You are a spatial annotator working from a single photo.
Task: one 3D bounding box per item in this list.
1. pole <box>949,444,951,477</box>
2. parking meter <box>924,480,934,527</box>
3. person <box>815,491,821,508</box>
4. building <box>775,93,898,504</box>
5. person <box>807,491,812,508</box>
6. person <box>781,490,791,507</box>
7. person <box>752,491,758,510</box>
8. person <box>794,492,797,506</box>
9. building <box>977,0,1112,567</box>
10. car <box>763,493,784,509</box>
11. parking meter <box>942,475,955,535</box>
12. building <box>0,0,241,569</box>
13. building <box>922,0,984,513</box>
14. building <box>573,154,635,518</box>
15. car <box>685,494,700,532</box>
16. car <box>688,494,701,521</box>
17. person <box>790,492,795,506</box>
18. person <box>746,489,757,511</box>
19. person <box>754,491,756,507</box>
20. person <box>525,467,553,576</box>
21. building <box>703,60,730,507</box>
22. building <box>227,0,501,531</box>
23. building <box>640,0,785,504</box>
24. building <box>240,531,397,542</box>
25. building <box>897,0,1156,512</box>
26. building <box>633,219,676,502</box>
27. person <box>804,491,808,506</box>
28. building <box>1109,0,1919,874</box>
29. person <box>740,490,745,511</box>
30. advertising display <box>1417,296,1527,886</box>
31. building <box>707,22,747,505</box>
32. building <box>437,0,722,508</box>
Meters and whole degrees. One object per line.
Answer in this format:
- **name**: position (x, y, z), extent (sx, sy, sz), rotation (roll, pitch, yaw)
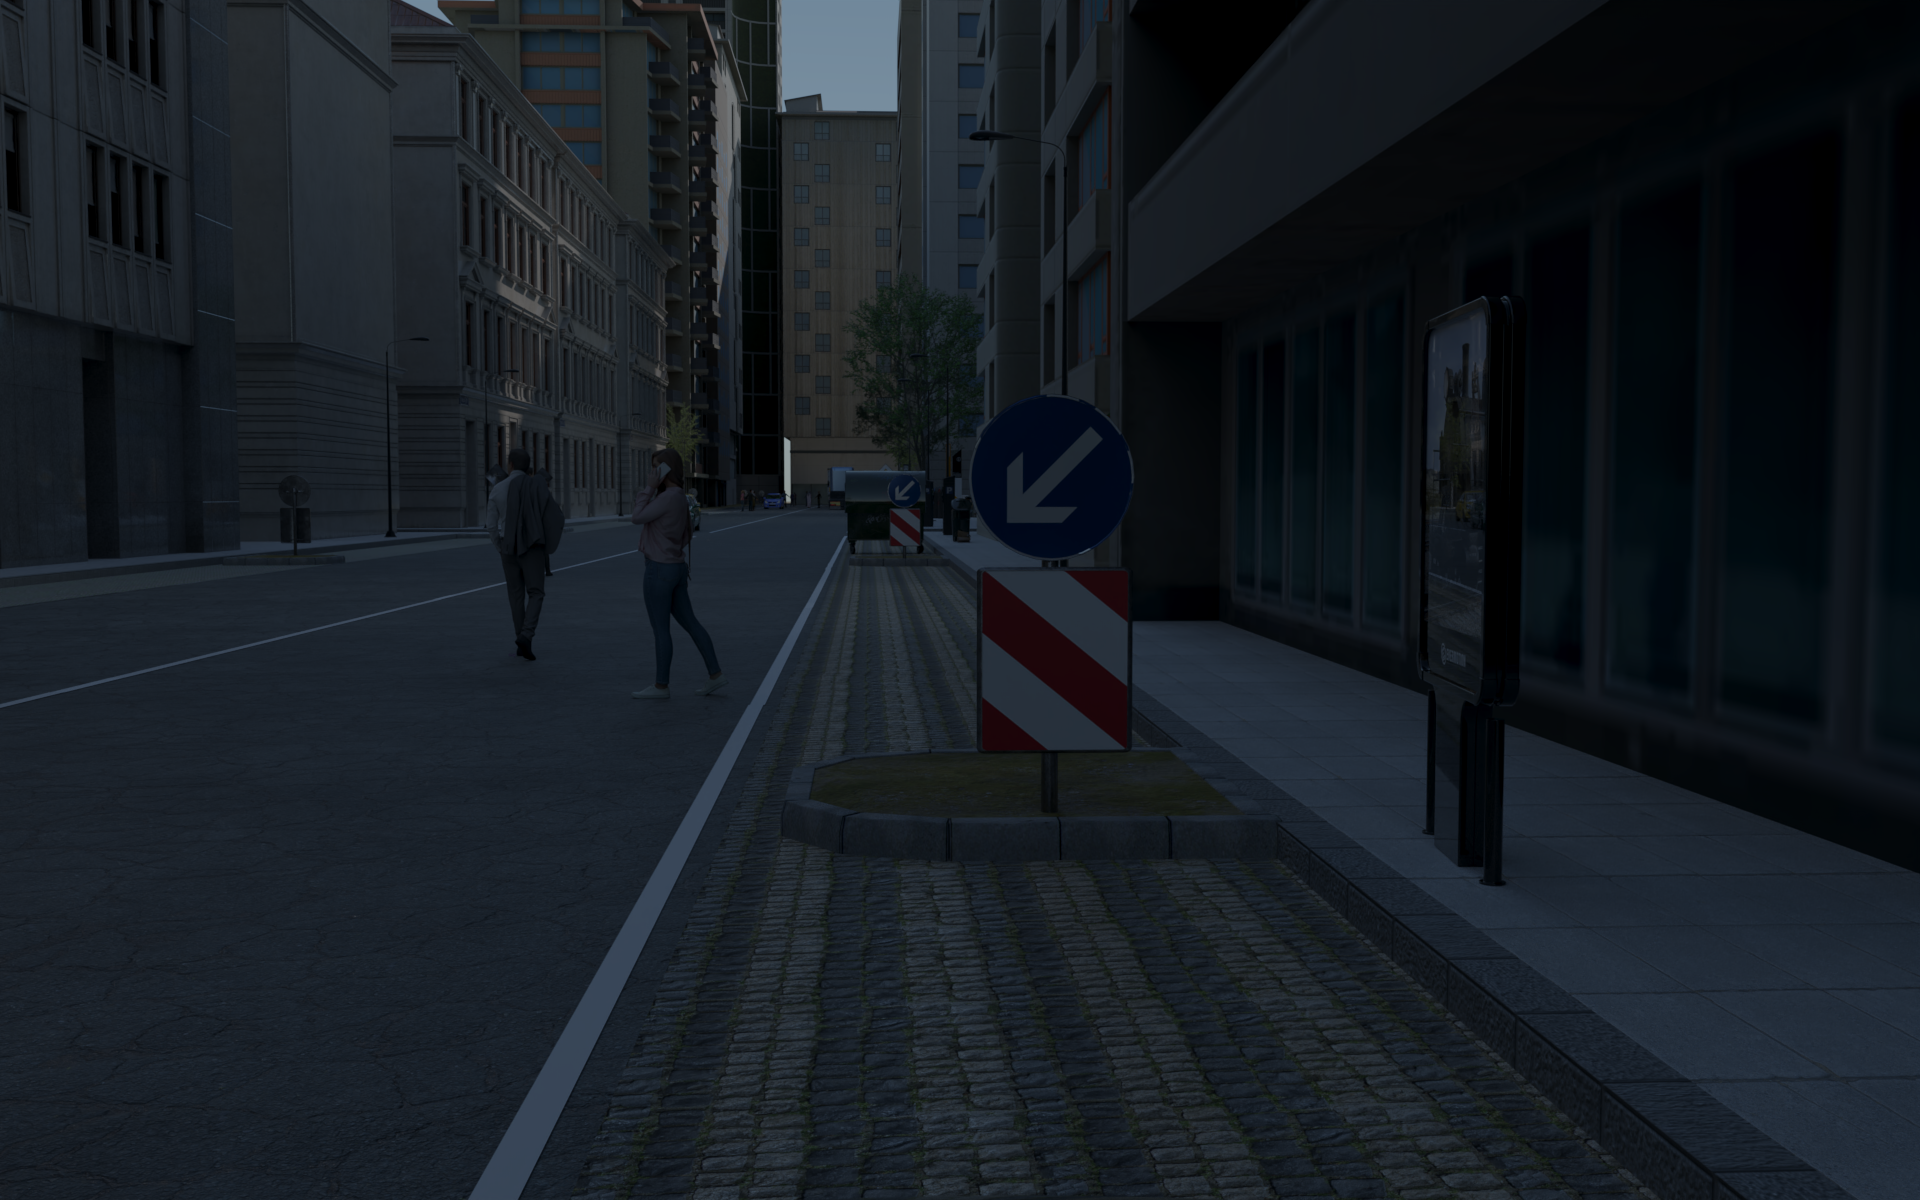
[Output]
- **pole**: position (-0.471, -4.667, 70.141), extent (0.158, 3.312, 0.155), rotation (0, 3, 0)
- **parking meter**: position (-1.229, -3.792, 67.711), extent (0.399, 1.863, 0.255), rotation (1, 4, 21)
- **person**: position (-14.485, -10.267, 176.881), extent (0.721, 1.766, 1.217), rotation (2, 4, 28)
- **building**: position (-10.573, -39.621, 237.045), extent (27.495, 52.752, 28.713), rotation (0, 4, -3)
- **person**: position (-15.103, -10.061, 173.663), extent (0.551, 1.740, 0.621), rotation (0, 4, 7)
- **person**: position (-18.678, -10.781, 184.749), extent (1.348, 1.826, 0.705), rotation (-2, 4, -26)
- **person**: position (-18.009, -8.679, 151.127), extent (0.721, 1.736, 1.217), rotation (2, 4, 30)
- **person**: position (-20.679, -12.663, 217.011), extent (0.415, 1.643, 0.593), rotation (-1, 4, -8)
- **building**: position (15.103, -11.992, 41.108), extent (27.650, 21.520, 28.899), rotation (0, 4, -3)
- **car**: position (-17.726, -9.504, 164.983), extent (1.945, 1.707, 3.694), rotation (0, 4, -1)
- **parking meter**: position (-0.365, -2.957, 54.051), extent (0.399, 1.863, 0.255), rotation (-1, 4, -8)
- **building**: position (-22.042, -12.899, 28.918), extent (12.078, 24.808, 19.932), rotation (0, 4, -3)
- **building**: position (7.871, -35.279, 118.807), extent (21.231, 58.520, 28.212), rotation (0, 4, -3)
- **building**: position (-25.399, -15.835, 95.056), extent (11.583, 22.565, 21.152), rotation (0, 4, -3)
- **car**: position (-10.992, -3.340, 66.412), extent (2.131, 1.459, 4.920), rotation (0, 4, -4)
- **car**: position (-13.366, -4.429, 82.634), extent (2.015, 1.641, 3.980), rotation (0, 4, -3)
- **person**: position (-19.449, -11.707, 200.822), extent (0.541, 1.710, 0.530), rotation (0, 4, 1)
- **person**: position (-17.525, -8.360, 145.212), extent (1.348, 1.821, 0.705), rotation (3, 4, 38)
- **person**: position (-20.802, -10.185, 175.735), extent (0.721, 1.736, 1.217), rotation (-2, 4, -27)
- **person**: position (-7.441, -1.364, 30.172), extent (0.648, 1.900, 0.474), rotation (-1, 4, -11)
- **building**: position (-30.933, -32.129, 175.427), extent (14.600, 45.320, 14.200), rotation (0, 4, -3)
- **building**: position (-24.276, -14.545, 73.974), extent (11.583, 22.565, 21.152), rotation (0, 4, -3)
- **building**: position (-34.380, -48.500, 231.231), extent (20.611, 71.187, 20.563), rotation (0, 4, -3)
- **building**: position (-27.860, -13.108, 50.475), extent (21.152, 22.565, 11.583), rotation (0, 4, -3)
- **building**: position (5.133, -32.674, 157.916), extent (21.300, 48.544, 21.600), rotation (0, 4, -3)
- **building**: position (-26.085, -17.160, 116.724), extent (11.583, 22.565, 21.152), rotation (0, 4, -3)
- **person**: position (-18.197, -12.047, 205.550), extent (0.705, 1.814, 1.350), rotation (-2, 4, -25)
- **building**: position (12.767, -23.439, 6.926), extent (21.300, 48.544, 21.600), rotation (0, 4, -3)
- **person**: position (-18.012, -8.169, 142.781), extent (0.721, 1.743, 1.217), rotation (0, 4, -6)
- **advertising display**: position (1.773, -0.053, 6.073), extent (0.123, 1.923, 0.974), rotation (0, 4, 3)
- **building**: position (-39.209, -37.359, 200.066), extent (27.495, 52.752, 28.713), rotation (0, 4, -3)
- **building**: position (-33.000, -30.499, 153.289), extent (22.147, 44.769, 28.867), rotation (0, 4, -3)
